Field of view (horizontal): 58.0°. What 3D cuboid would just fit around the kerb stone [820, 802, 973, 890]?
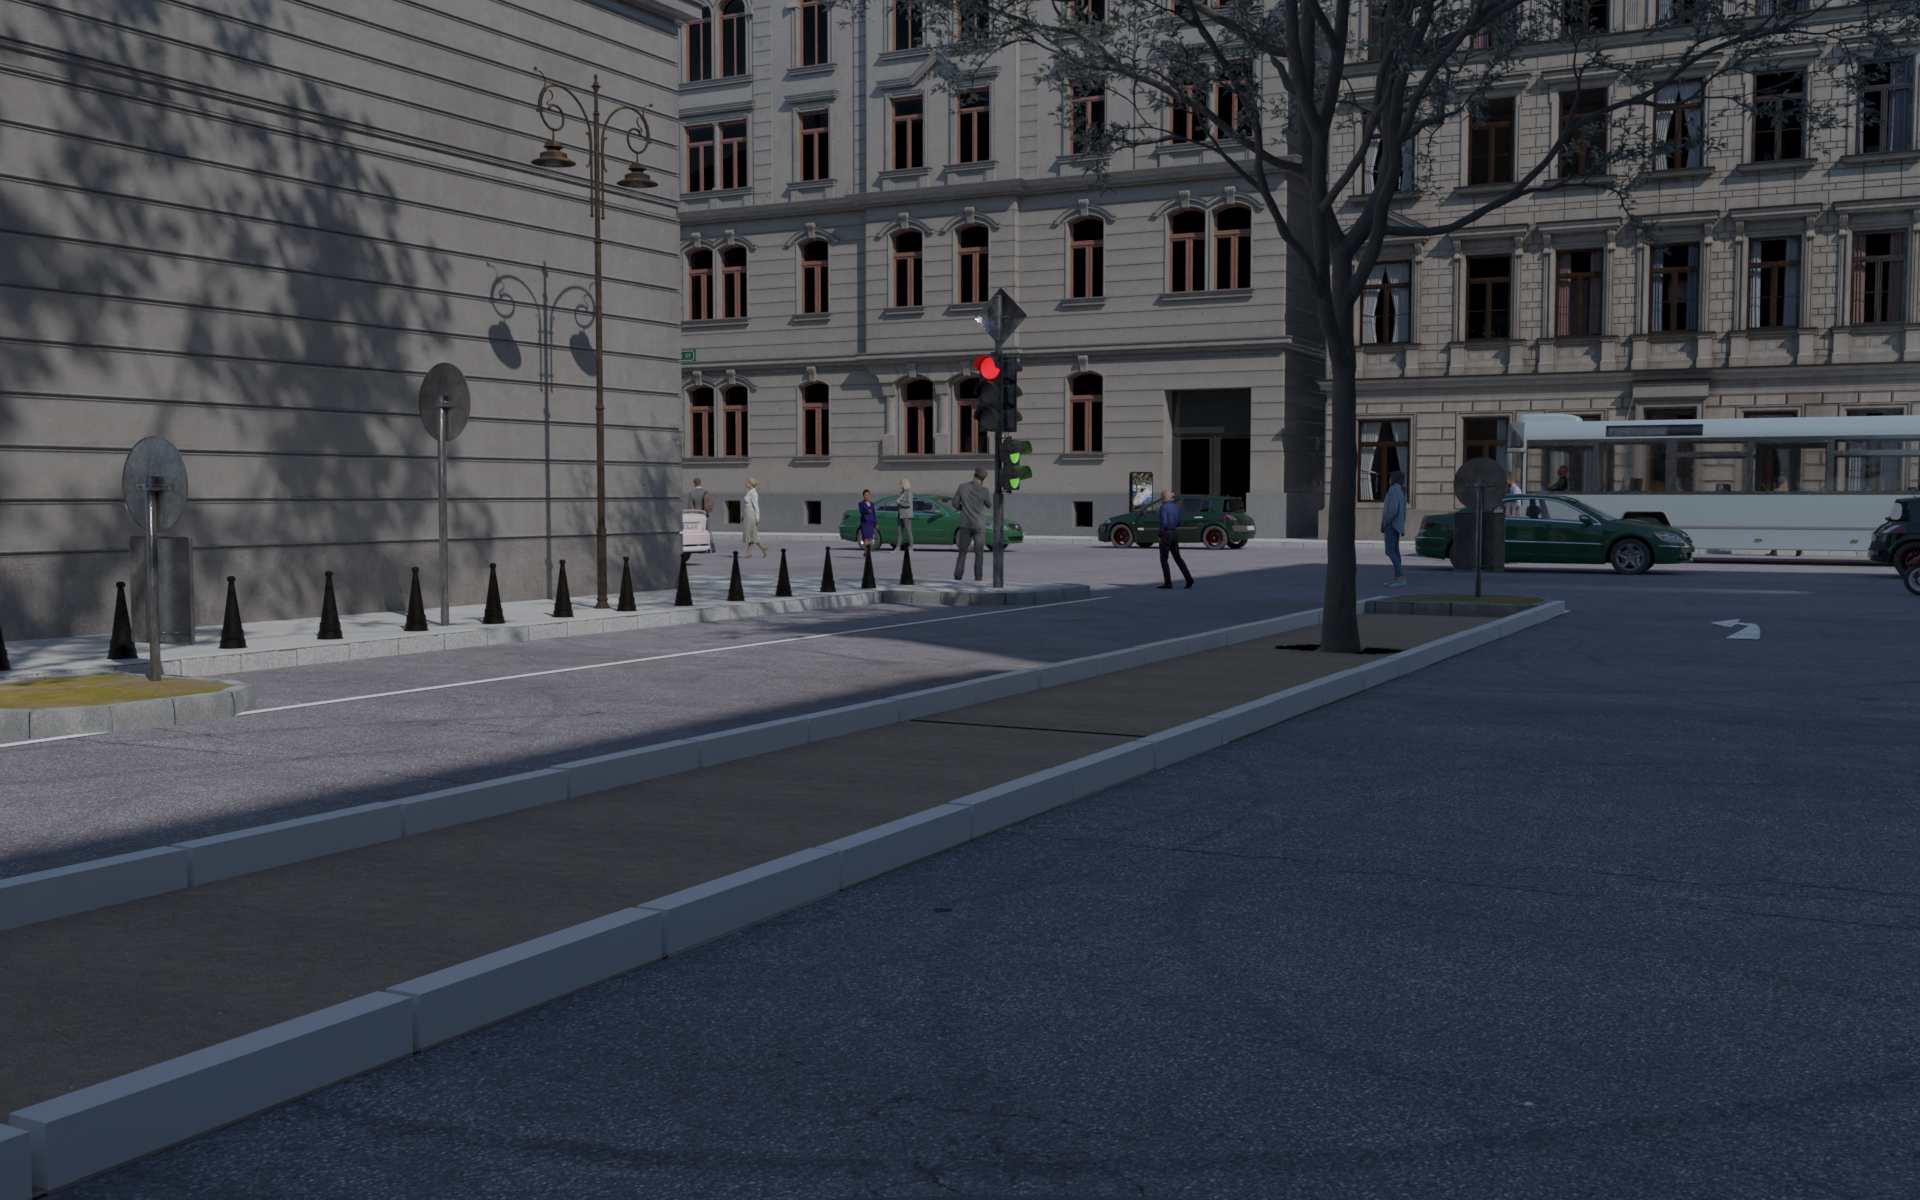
[{"bbox_3d":[-0.243,0.951,6.729,0.120,0.150,1.000,2,4,28],"label":"kerb stone"}]

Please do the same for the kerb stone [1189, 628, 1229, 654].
[{"bbox_3d":[2.213,0.392,15.859,0.120,0.150,1.000,2,4,28],"label":"kerb stone"}]

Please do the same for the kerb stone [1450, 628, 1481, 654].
[{"bbox_3d":[4.569,0.390,15.823,0.120,0.150,1.000,2,4,28],"label":"kerb stone"}]

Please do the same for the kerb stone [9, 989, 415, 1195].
[{"bbox_3d":[-1.683,1.113,4.003,0.120,0.150,1.000,2,4,28],"label":"kerb stone"}]

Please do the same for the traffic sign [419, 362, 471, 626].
[{"bbox_3d":[-5.021,-1.022,16.808,0.768,2.556,0.104,3,4,36],"label":"traffic sign"}]

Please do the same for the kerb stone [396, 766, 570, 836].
[{"bbox_3d":[-2.120,0.895,7.669,0.120,0.150,1.000,2,4,28],"label":"kerb stone"}]

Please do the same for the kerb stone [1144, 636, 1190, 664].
[{"bbox_3d":[1.733,0.443,14.949,0.120,0.150,1.000,2,4,28],"label":"kerb stone"}]

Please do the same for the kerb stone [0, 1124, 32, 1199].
[{"bbox_3d":[-2.163,1.173,3.086,0.120,0.150,1.000,2,4,28],"label":"kerb stone"}]

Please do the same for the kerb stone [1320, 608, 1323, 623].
[{"bbox_3d":[4.135,0.165,19.490,0.120,0.150,1.000,2,4,28],"label":"kerb stone"}]

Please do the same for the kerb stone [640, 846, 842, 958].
[{"bbox_3d":[-0.721,1.002,5.815,0.120,0.150,1.000,2,4,28],"label":"kerb stone"}]

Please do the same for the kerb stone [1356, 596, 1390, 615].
[{"bbox_3d":[5.099,0.055,21.300,0.120,0.150,1.000,2,4,28],"label":"kerb stone"}]

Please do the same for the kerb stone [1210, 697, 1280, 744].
[{"bbox_3d":[1.687,0.724,10.362,0.120,0.150,1.000,2,4,28],"label":"kerb stone"}]

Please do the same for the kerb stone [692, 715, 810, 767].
[{"bbox_3d":[-1.158,0.778,9.480,0.120,0.150,1.000,2,4,28],"label":"kerb stone"}]

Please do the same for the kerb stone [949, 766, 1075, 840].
[{"bbox_3d":[0.237,0.891,7.637,0.120,0.150,1.000,2,4,28],"label":"kerb stone"}]

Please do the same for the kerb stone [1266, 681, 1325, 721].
[{"bbox_3d":[2.161,0.668,11.274,0.120,0.150,1.000,2,4,28],"label":"kerb stone"}]

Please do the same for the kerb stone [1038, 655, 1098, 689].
[{"bbox_3d":[0.775,0.555,13.124,0.120,0.150,1.000,2,4,28],"label":"kerb stone"}]

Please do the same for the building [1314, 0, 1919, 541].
[{"bbox_3d":[20.240,-11.202,47.787,19.286,19.102,10.561,2,4,28],"label":"building"}]

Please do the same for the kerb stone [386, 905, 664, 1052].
[{"bbox_3d":[-1.203,1.057,4.910,0.120,0.150,1.000,2,4,28],"label":"kerb stone"}]

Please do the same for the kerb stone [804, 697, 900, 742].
[{"bbox_3d":[-0.676,0.725,10.391,0.120,0.150,1.000,2,4,28],"label":"kerb stone"}]

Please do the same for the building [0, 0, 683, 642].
[{"bbox_3d":[-16.701,-11.087,23.075,24.055,21.916,13.314,2,4,28],"label":"building"}]

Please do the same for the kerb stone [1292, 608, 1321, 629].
[{"bbox_3d":[3.647,0.221,18.584,0.120,0.150,1.000,2,4,28],"label":"kerb stone"}]

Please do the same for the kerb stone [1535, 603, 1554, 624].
[{"bbox_3d":[6.499,0.167,19.457,0.120,0.150,1.000,2,4,28],"label":"kerb stone"}]

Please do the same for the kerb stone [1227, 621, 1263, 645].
[{"bbox_3d":[2.698,0.332,16.762,0.120,0.150,1.000,2,4,28],"label":"kerb stone"}]

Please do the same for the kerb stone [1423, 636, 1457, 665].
[{"bbox_3d":[4.090,0.447,14.916,0.120,0.150,1.000,2,4,28],"label":"kerb stone"}]

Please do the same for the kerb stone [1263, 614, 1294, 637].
[{"bbox_3d":[3.172,0.281,17.675,0.120,0.150,1.000,2,4,28],"label":"kerb stone"}]

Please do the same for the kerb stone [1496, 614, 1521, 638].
[{"bbox_3d":[5.538,0.279,17.641,0.120,0.150,1.000,2,4,28],"label":"kerb stone"}]

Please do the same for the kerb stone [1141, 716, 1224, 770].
[{"bbox_3d":[1.201,0.781,9.448,0.120,0.150,1.000,2,4,28],"label":"kerb stone"}]

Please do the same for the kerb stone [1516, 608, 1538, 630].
[{"bbox_3d":[6.016,0.223,18.553,0.120,0.150,1.000,2,4,28],"label":"kerb stone"}]

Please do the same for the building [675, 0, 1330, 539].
[{"bbox_3d":[2.333,-16.640,59.460,23.554,28.519,14.401,2,4,28],"label":"building"}]

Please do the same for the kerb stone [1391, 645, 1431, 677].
[{"bbox_3d":[3.614,0.502,13.998,0.120,0.150,1.000,2,4,28],"label":"kerb stone"}]

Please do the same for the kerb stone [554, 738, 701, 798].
[{"bbox_3d":[-1.644,0.833,8.577,0.120,0.150,1.000,2,4,28],"label":"kerb stone"}]

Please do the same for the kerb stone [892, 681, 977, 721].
[{"bbox_3d":[-0.188,0.666,11.304,0.120,0.150,1.000,2,4,28],"label":"kerb stone"}]

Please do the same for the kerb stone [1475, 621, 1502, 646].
[{"bbox_3d":[5.053,0.338,16.730,0.120,0.150,1.000,2,4,28],"label":"kerb stone"}]

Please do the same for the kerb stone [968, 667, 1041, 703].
[{"bbox_3d":[0.286,0.610,12.222,0.120,0.150,1.000,2,4,28],"label":"kerb stone"}]

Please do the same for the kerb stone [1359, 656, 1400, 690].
[{"bbox_3d":[3.126,0.562,13.088,0.120,0.150,1.000,2,4,28],"label":"kerb stone"}]

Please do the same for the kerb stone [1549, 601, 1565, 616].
[{"bbox_3d":[6.973,0.112,20.372,0.120,0.150,1.000,2,4,28],"label":"kerb stone"}]

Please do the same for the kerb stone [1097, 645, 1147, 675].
[{"bbox_3d":[1.252,0.504,14.036,0.120,0.150,1.000,2,4,28],"label":"kerb stone"}]

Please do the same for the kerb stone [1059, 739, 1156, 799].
[{"bbox_3d":[0.714,0.839,8.545,0.120,0.150,1.000,2,4,28],"label":"kerb stone"}]

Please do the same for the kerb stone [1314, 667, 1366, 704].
[{"bbox_3d":[2.644,0.612,12.183,0.120,0.150,1.000,2,4,28],"label":"kerb stone"}]
